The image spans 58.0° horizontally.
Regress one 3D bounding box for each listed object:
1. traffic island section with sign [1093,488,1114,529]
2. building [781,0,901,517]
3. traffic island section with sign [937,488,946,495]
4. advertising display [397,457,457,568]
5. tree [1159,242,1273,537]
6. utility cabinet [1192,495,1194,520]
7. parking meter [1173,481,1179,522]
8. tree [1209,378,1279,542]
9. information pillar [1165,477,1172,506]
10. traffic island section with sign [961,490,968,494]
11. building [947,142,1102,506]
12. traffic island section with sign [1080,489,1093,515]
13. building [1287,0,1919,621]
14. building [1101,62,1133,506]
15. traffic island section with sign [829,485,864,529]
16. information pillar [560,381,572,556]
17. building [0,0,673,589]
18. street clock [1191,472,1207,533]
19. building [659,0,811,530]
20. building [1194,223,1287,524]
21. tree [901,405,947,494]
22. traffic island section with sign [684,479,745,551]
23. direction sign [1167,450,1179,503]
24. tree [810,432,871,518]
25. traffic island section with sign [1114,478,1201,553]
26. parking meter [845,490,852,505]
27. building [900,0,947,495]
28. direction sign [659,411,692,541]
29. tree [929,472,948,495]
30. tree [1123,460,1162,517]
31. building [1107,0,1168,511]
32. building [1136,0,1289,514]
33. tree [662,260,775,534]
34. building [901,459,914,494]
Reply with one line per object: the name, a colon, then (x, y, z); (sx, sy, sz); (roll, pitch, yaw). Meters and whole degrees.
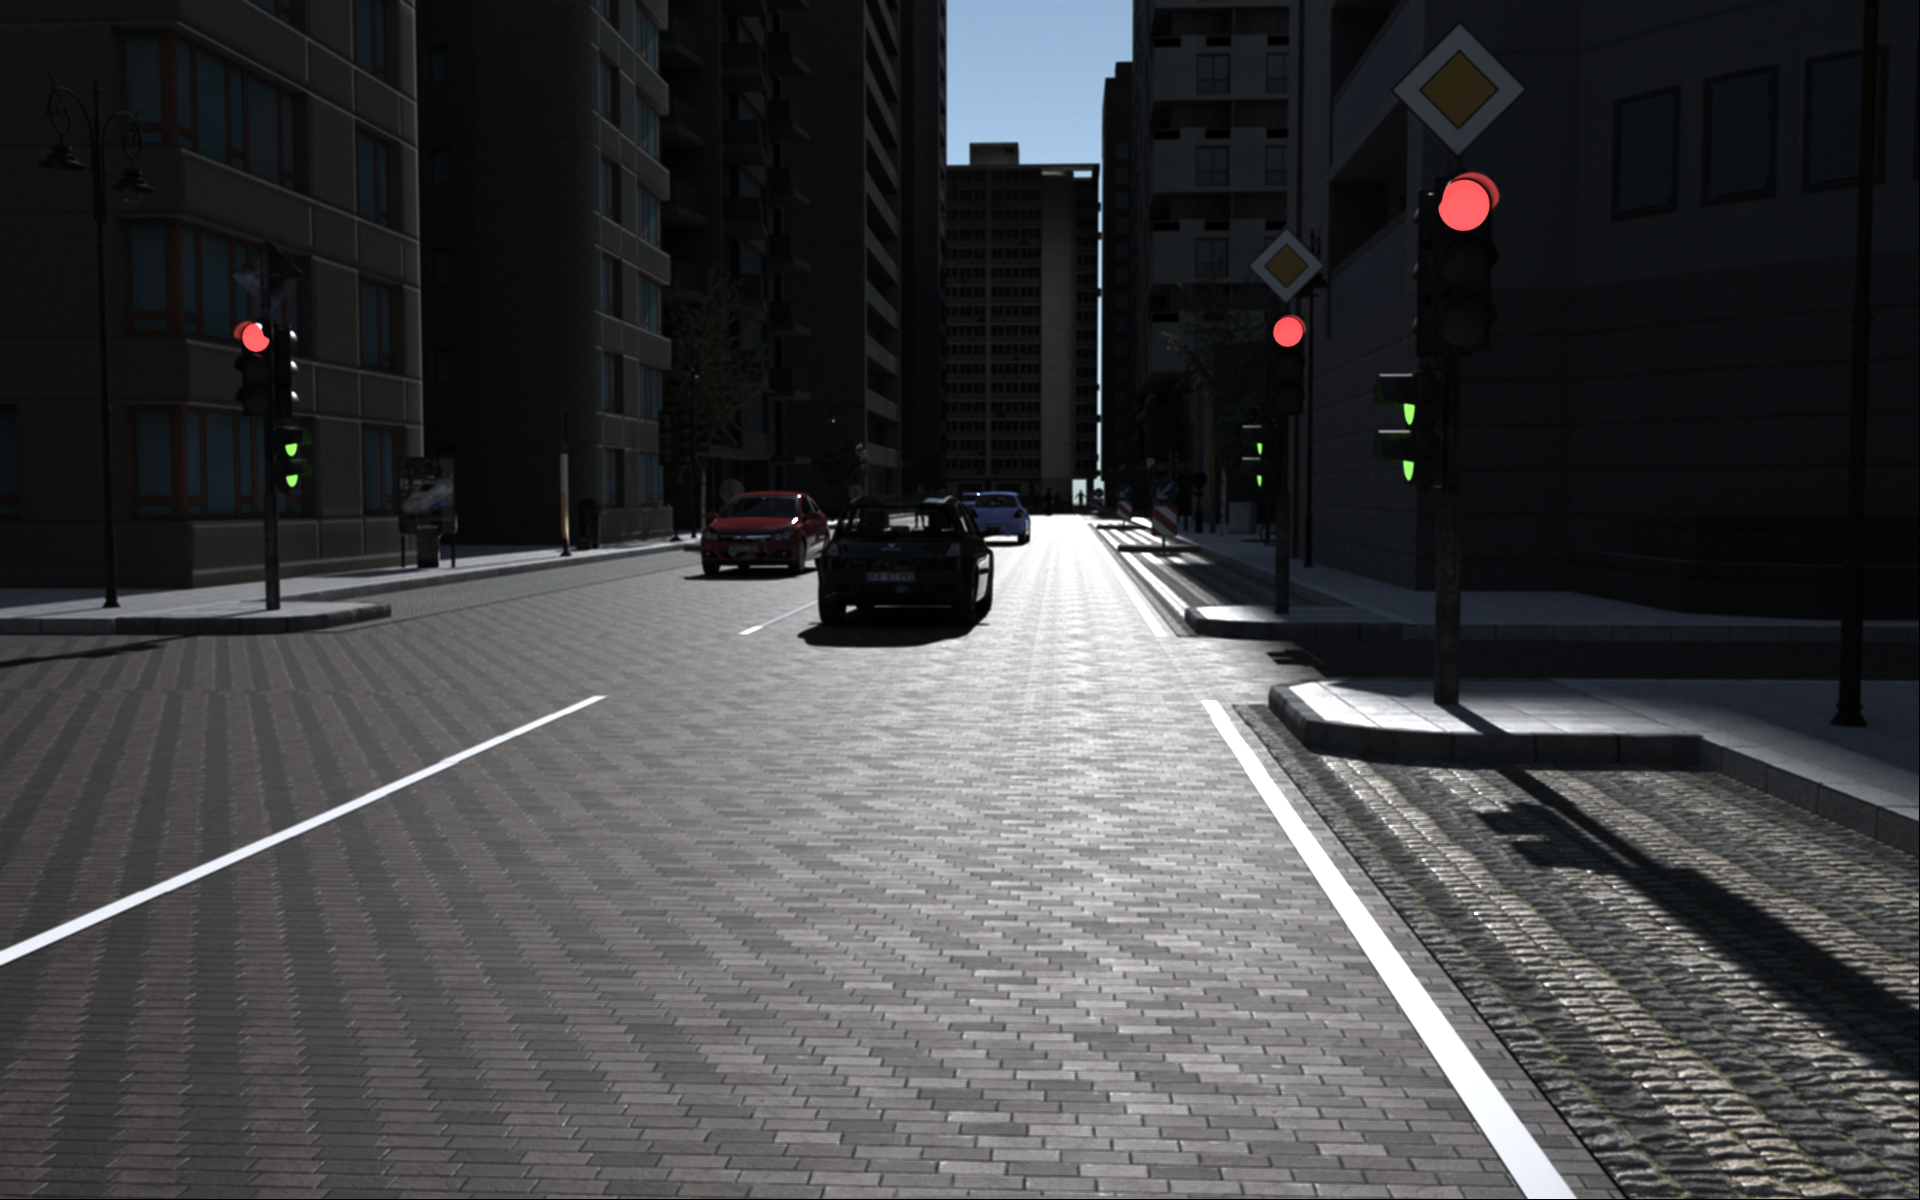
traffic island section with sign: (6.572, -3.797, 70.714); (1.989, 1.847, 2.006); (0, 4, 3)
building: (-15.211, -29.437, 104.994); (21.300, 48.544, 21.600); (0, 4, 3)
traffic island section with sign: (-1.242, -6.903, 121.498); (1.989, 1.847, 2.006); (0, 4, 3)
advertising display: (-9.285, -1.529, 30.206); (0.974, 1.923, 0.123); (0, 4, -7)
tree: (8.109, -6.189, 51.547); (4.360, 8.622, 3.978); (0, 3, 0)
utility cabinet: (11.765, -4.581, 86.058); (0.306, 1.237, 1.020); (1, 4, 18)
parking meter: (9.959, -4.535, 79.858); (0.255, 1.863, 0.399); (0, 4, -2)
tree: (8.429, -3.858, 46.788); (4.285, 4.588, 4.351); (0, 3, 0)
information pillar: (8.992, -4.297, 74.740); (0.304, 2.012, 0.304); (1, 4, 10)
traffic island section with sign: (0.390, -8.582, 148.950); (1.989, 1.847, 2.006); (0, 4, 3)
building: (3.745, -30.722, 194.177); (23.993, 40.220, 32.217); (0, 4, 3)
traffic island section with sign: (9.519, -6.821, 120.156); (1.989, 1.847, 2.006); (0, 4, 3)
building: (20.262, -29.527, 24.766); (28.212, 58.520, 21.231); (0, 4, 3)
building: (22.213, -32.585, 182.882); (14.200, 45.320, 14.600); (0, 4, 3)
traffic island section with sign: (-4.249, -3.813, 70.976); (1.989, 1.847, 2.006); (0, 4, 3)
information pillar: (-8.162, -2.714, 35.723); (0.183, 3.616, 0.504); (0, 4, -5)
building: (-23.304, -11.799, 37.949); (27.650, 21.520, 28.899); (0, 4, 3)
street clock: (7.899, -3.222, 57.243); (0.471, 2.002, 0.358); (-2, 4, -25)
building: (-18.495, -25.640, 73.833); (22.147, 44.769, 28.867); (0, 4, 3)
building: (21.688, -46.086, 66.185); (22.319, 86.520, 31.000); (0, 4, 3)
tree: (-2.928, -11.759, 142.625); (4.737, 8.622, 4.395); (0, 3, 0)
traffic island section with sign: (-5.843, -2.168, 44.068); (1.989, 1.847, 2.006); (0, 4, 3)
direction sign: (10.844, -5.891, 88.312); (0.876, 3.537, 0.379); (-3, 5, -42)
tree: (-6.319, -6.626, 92.054); (4.285, 4.588, 4.351); (0, 3, 0)
traffic island section with sign: (4.933, -2.111, 43.137); (1.989, 1.847, 2.006); (0, 4, 3)
parking meter: (-6.076, -5.276, 94.669); (0.372, 1.533, 0.369); (0, 3, 0)
building: (-15.505, -37.784, 159.770); (28.212, 58.520, 21.231); (0, 4, 3)
direction sign: (-7.748, -3.375, 47.178); (0.876, 3.537, 0.379); (-1, 4, -13)
tree: (-2.090, -9.348, 147.442); (1.663, 3.219, 1.824); (0, 3, 0)
tree: (10.447, -6.399, 99.225); (1.663, 3.219, 1.824); (0, 3, 0)
building: (24.049, -43.964, 157.063); (20.563, 71.187, 20.611); (0, 4, 3)
building: (25.582, -32.027, 112.876); (28.713, 52.752, 27.495); (0, 4, 3)
tree: (-8.157, -6.433, 55.536); (4.737, 8.622, 4.395); (0, 3, 0)
building: (-14.024, -42.023, 125.336); (20.563, 71.187, 20.611); (0, 4, 3)
